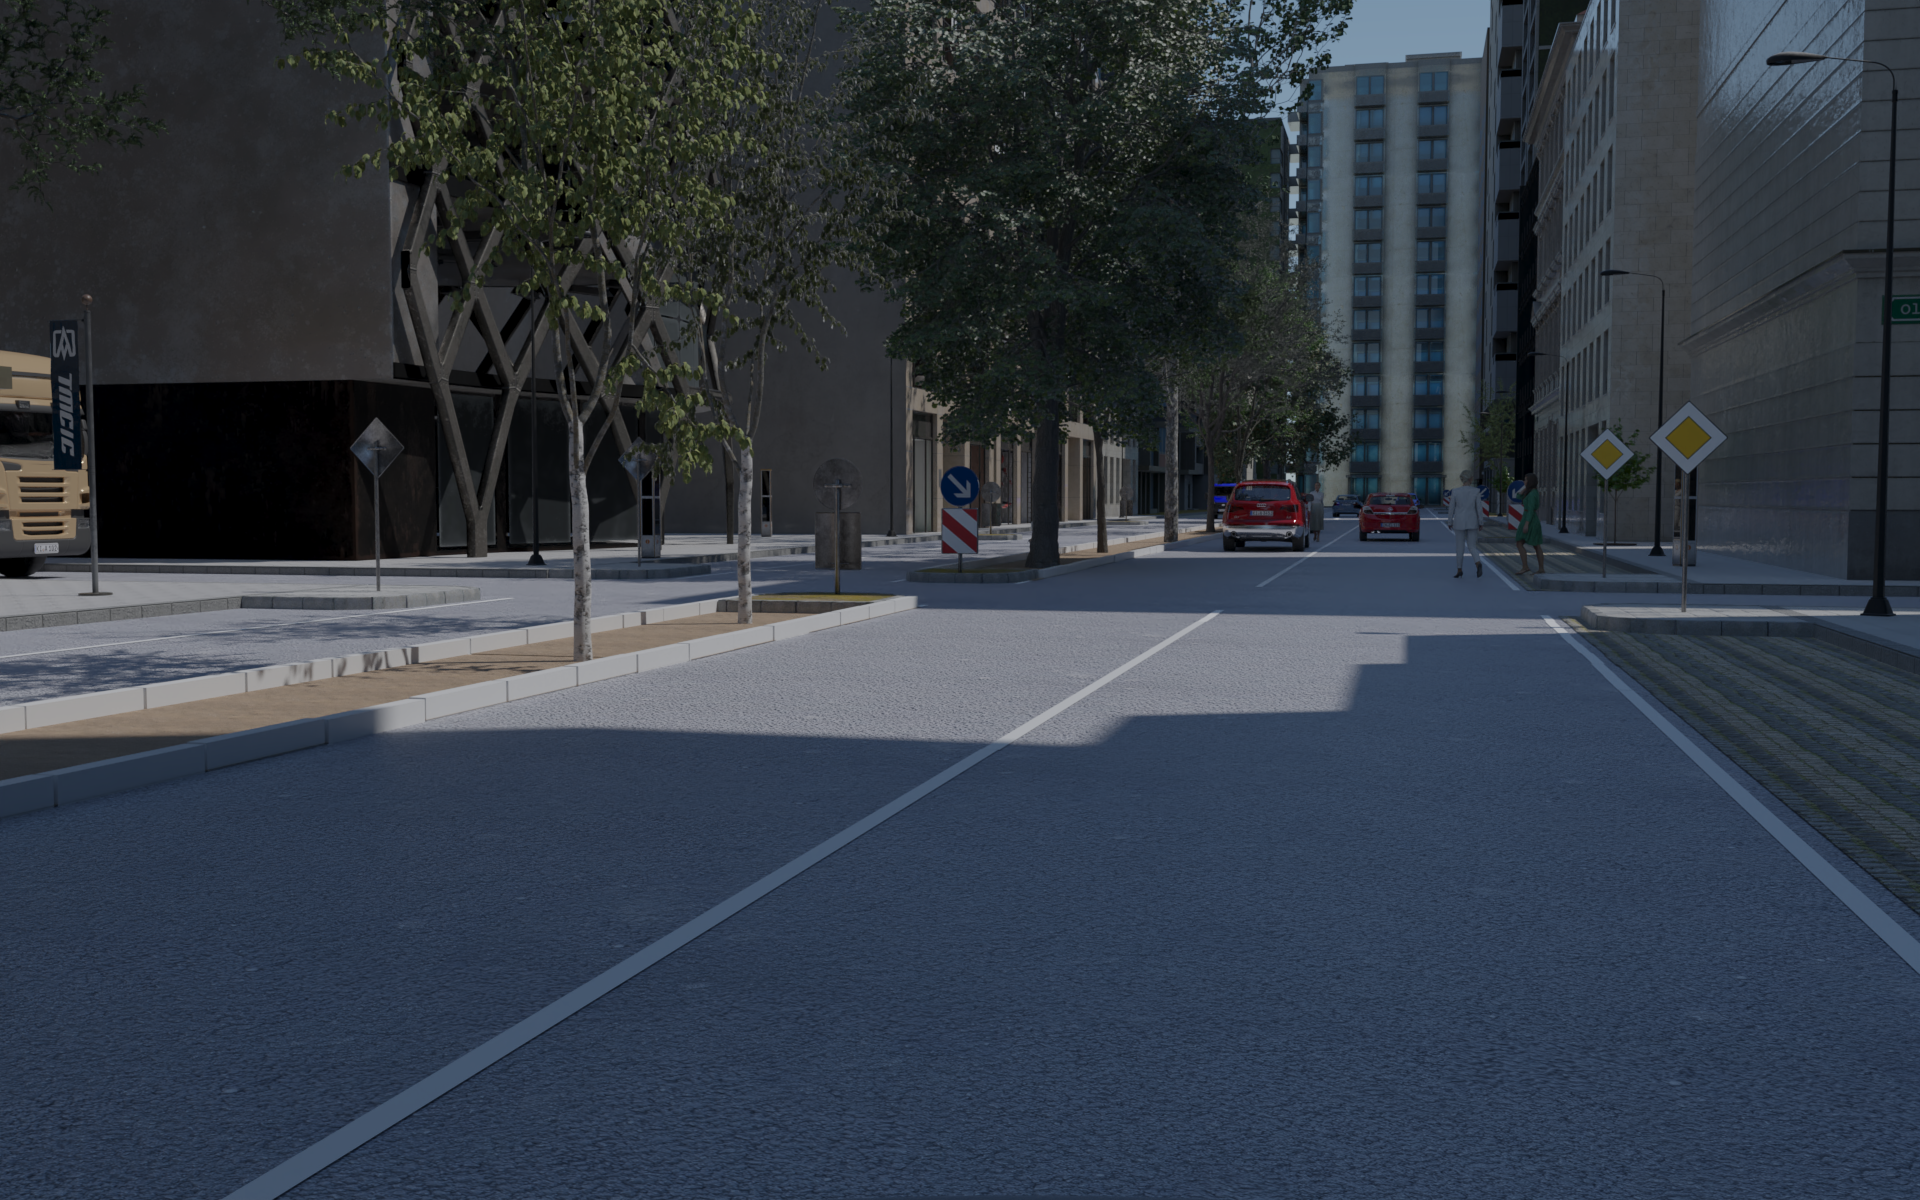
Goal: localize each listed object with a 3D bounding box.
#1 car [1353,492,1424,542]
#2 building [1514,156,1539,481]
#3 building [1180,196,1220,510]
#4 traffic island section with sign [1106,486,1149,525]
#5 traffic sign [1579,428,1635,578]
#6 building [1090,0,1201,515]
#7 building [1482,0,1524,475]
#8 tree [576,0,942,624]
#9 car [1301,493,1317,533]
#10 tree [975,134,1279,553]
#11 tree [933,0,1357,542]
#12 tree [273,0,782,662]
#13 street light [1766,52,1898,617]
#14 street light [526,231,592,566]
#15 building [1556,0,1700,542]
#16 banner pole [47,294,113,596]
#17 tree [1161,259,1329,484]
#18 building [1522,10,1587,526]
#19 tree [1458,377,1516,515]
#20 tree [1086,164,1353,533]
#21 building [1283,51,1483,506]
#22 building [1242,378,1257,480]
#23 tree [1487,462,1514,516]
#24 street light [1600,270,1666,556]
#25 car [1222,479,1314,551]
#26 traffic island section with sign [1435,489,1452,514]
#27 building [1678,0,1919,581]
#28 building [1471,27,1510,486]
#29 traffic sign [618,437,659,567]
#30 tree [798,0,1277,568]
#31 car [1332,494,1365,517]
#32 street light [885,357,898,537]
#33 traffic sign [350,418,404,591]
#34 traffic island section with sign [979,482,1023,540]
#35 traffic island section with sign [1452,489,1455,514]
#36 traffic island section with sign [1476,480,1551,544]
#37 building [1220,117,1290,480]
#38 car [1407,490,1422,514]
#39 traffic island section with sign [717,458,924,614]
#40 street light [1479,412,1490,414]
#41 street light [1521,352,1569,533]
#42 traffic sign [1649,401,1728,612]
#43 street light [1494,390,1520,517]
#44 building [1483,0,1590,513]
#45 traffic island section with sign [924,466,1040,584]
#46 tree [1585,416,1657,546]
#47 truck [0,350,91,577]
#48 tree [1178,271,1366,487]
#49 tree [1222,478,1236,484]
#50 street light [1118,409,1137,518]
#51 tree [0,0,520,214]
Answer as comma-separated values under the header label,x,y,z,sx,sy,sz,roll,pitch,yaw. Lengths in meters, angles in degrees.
label,x,y,z,sx,sy,sz,roll,pitch,yaw
car,13.351,-2.745,53.924,2.155,1.783,4.494,1,4,13
building,35.461,-15.840,88.662,12.332,23.373,15.834,1,4,15
building,13.332,-22.534,140.137,14.160,30.474,14.107,1,4,15
traffic island section with sign,7.749,-4.416,80.835,1.989,1.847,2.006,1,4,15
traffic sign,9.866,-1.396,26.468,0.795,2.450,0.064,1,4,15
building,4.678,-28.450,119.786,22.147,44.769,28.867,1,4,15
building,57.157,-33.701,140.250,28.713,52.752,27.495,1,4,15
tree,-2.322,-4.050,19.037,4.360,8.622,3.978,0,3,0
car,12.451,-3.400,64.625,2.155,1.783,4.494,1,4,16
tree,3.563,-6.428,41.964,8.767,10.594,7.601,1,4,15
tree,5.279,-11.829,51.752,12.611,20.169,13.585,0,3,0
tree,-3.236,-3.759,14.272,4.737,8.622,4.395,0,3,0
street light,9.173,-2.796,18.253,1.470,5.913,1.316,1,4,15
street light,-7.114,-3.569,30.897,1.470,5.913,1.316,1,4,15
building,24.573,-12.117,52.871,10.420,20.320,16.860,1,4,15
banner pole,-11.173,-1.951,21.915,0.863,3.779,0.401,1,4,20
tree,12.278,-9.020,75.689,9.928,11.665,9.643,0,3,0
building,29.681,-14.368,71.077,11.583,22.565,21.152,1,4,15
tree,33.513,-9.663,108.352,4.737,8.622,4.395,0,3,0
tree,9.334,-9.247,64.013,12.009,13.543,11.850,0,3,0
building,51.706,-34.949,191.021,30.456,49.044,23.786,1,4,15
building,13.225,-19.812,168.973,28.899,21.520,27.650,1,4,15
tree,32.425,-6.633,103.055,1.663,3.219,1.824,0,3,0
street light,13.931,-3.874,35.875,1.470,5.913,1.316,1,4,15
car,7.991,-2.218,44.938,2.281,1.827,5.304,1,4,14
traffic island section with sign,35.625,-7.138,125.340,1.989,1.847,2.006,1,4,15
building,35.950,-15.335,27.149,44.131,29.872,17.030,1,4,15
building,56.020,-31.343,162.575,14.600,45.320,14.200,1,4,15
traffic sign,-5.657,-1.644,30.515,0.795,2.450,0.064,1,4,15
tree,1.629,-7.593,33.257,9.857,13.997,8.962,0,3,0
car,24.378,-5.916,108.733,2.014,1.417,4.499,1,4,16
street light,-1.530,-4.838,51.637,1.470,5.913,1.316,1,4,15
traffic sign,-7.669,-1.171,22.787,0.795,2.450,0.064,1,4,15
traffic island section with sign,0.902,-2.808,54.541,1.989,1.847,2.006,1,4,15
traffic island section with sign,23.011,-4.173,76.855,1.989,1.847,2.006,1,4,15
traffic island section with sign,16.221,-2.577,50.766,1.989,1.847,2.006,1,4,15
building,29.066,-31.137,192.682,14.086,41.232,14.154,1,4,15
car,31.122,-6.784,120.511,1.945,1.707,3.694,1,4,14
traffic island section with sign,-1.719,-0.820,21.548,2.006,1.907,1.989,1,4,15
street light,30.188,-7.699,98.422,1.470,5.913,1.316,1,4,15
street light,19.255,-5.146,56.682,1.470,5.913,1.316,1,4,15
traffic sign,7.854,-0.923,18.739,0.795,2.450,0.064,1,4,15
street light,24.697,-6.429,77.658,1.470,5.913,1.316,1,4,15
building,47.034,-41.510,116.938,20.563,71.187,20.611,1,4,15
traffic island section with sign,0.157,-1.259,28.715,2.006,1.907,1.989,1,4,15
tree,16.346,-2.969,43.140,1.663,3.219,1.824,0,3,0
truck,-19.964,-2.510,29.951,11.283,4.237,2.839,1,4,15
tree,15.512,-10.265,87.293,9.611,12.733,9.660,0,3,0
tree,22.551,-10.138,149.468,4.285,4.588,4.351,0,3,0
street light,9.271,-7.383,93.252,1.470,5.913,1.316,1,4,15
tree,-5.134,-4.365,8.240,8.767,10.594,7.601,1,4,15
